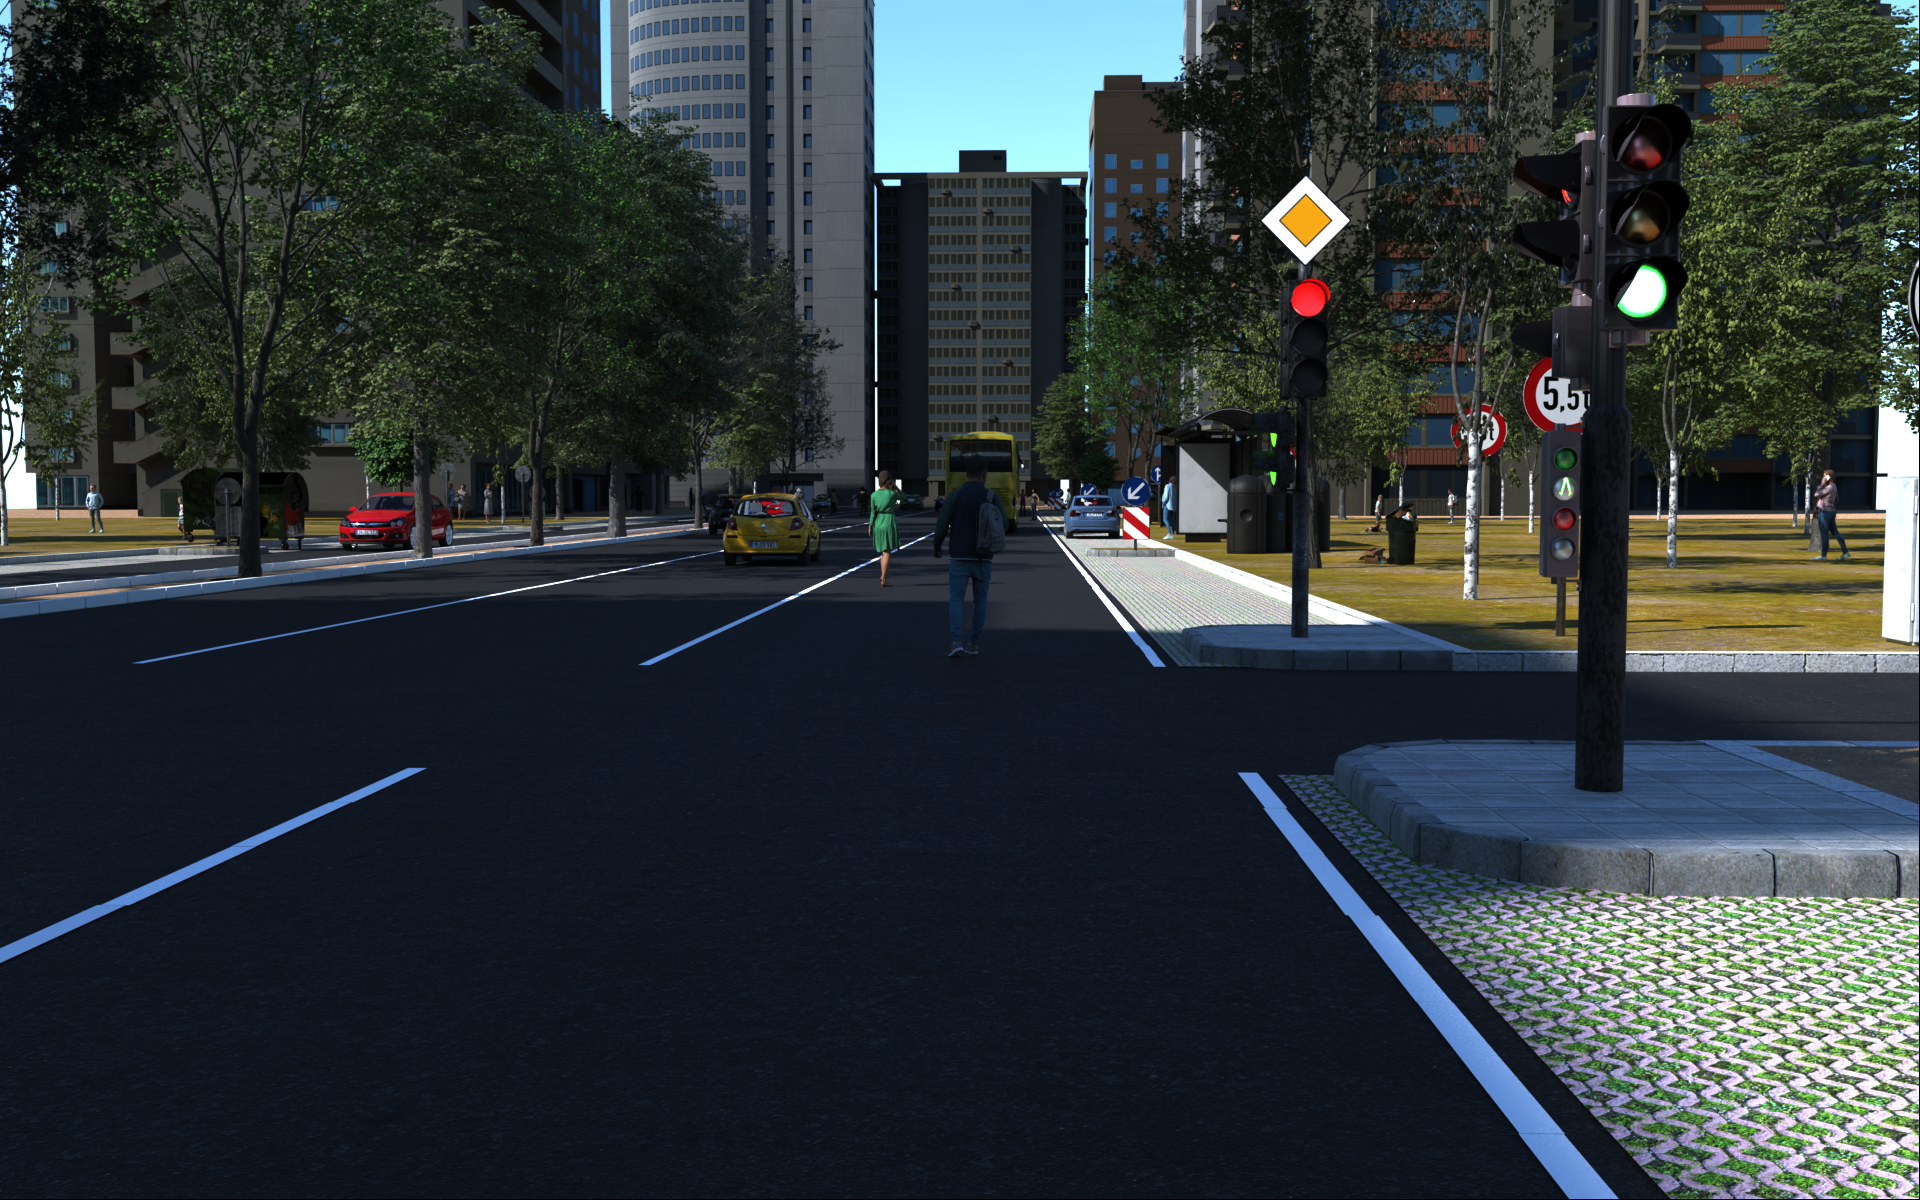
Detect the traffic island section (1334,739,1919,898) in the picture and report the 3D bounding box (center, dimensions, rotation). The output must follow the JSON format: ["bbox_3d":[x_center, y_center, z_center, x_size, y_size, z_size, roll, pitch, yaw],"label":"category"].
[{"bbox_3d":[2.796,0.900,7.565,2.009,0.180,2.903,0,4,2],"label":"traffic island section"}]

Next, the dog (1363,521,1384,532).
[{"bbox_3d":[13.811,-2.460,57.952,0.748,0.427,0.550,2,4,32],"label":"dog"}]

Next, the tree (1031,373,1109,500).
[{"bbox_3d":[9.999,-14.941,162.407,7.486,12.596,7.792,0,3,0],"label":"tree"}]

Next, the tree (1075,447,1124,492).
[{"bbox_3d":[9.649,-8.362,120.431,4.285,4.588,4.351,0,3,0],"label":"tree"}]

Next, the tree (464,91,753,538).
[{"bbox_3d":[-11.169,-8.981,55.959,9.857,13.997,8.962,0,3,0],"label":"tree"}]

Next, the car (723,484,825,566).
[{"bbox_3d":[-3.870,-1.584,36.126,2.015,1.641,3.980,0,4,0],"label":"car"}]

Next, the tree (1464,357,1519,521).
[{"bbox_3d":[26.524,-8.152,83.645,4.737,8.622,4.395,0,3,0],"label":"tree"}]

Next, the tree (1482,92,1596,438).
[{"bbox_3d":[18.147,-7.965,48.359,7.486,12.596,7.792,0,3,0],"label":"tree"}]

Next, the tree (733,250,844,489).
[{"bbox_3d":[-15.684,-16.995,133.751,12.611,20.169,13.585,0,3,0],"label":"tree"}]

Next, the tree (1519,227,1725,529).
[{"bbox_3d":[23.911,-8.404,63.165,9.928,11.665,9.643,0,3,0],"label":"tree"}]

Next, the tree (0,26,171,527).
[{"bbox_3d":[-36.416,-12.983,68.162,12.611,20.169,13.585,0,3,0],"label":"tree"}]

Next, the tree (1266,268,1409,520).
[{"bbox_3d":[18.695,-10.271,86.062,7.486,12.596,7.792,0,3,0],"label":"tree"}]

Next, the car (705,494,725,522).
[{"bbox_3d":[-12.016,-4.840,88.924,2.009,1.686,4.222,0,4,1],"label":"car"}]

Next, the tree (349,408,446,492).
[{"bbox_3d":[-20.346,-4.833,62.735,4.285,4.588,4.351,0,3,0],"label":"tree"}]

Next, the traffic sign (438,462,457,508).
[{"bbox_3d":[-20.208,-4.169,68.276,0.768,2.556,0.104,1,4,11],"label":"traffic sign"}]

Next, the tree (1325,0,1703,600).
[{"bbox_3d":[6.435,-4.308,20.795,4.360,8.622,3.978,0,3,0],"label":"tree"}]

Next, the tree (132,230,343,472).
[{"bbox_3d":[-34.901,-10.854,84.117,9.857,13.997,8.962,0,3,0],"label":"tree"}]

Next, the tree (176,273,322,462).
[{"bbox_3d":[-23.217,-6.520,56.965,4.737,8.622,4.395,0,3,0],"label":"tree"}]

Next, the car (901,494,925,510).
[{"bbox_3d":[-4.225,-8.749,154.846,2.131,1.459,4.920,0,4,2],"label":"car"}]

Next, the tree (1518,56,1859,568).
[{"bbox_3d":[12.648,-4.864,29.890,4.737,8.622,4.395,0,3,0],"label":"tree"}]

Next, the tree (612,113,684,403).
[{"bbox_3d":[-11.183,-7.187,45.728,9.928,11.665,9.643,0,3,0],"label":"tree"}]

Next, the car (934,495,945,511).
[{"bbox_3d":[-1.228,-8.125,145.420,1.945,1.354,3.894,0,4,1],"label":"car"}]

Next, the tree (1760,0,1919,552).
[{"bbox_3d":[19.493,-7.338,38.108,7.486,12.596,7.792,0,3,0],"label":"tree"}]

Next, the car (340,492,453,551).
[{"bbox_3d":[-14.629,-2.203,45.055,2.155,1.783,4.494,0,4,2],"label":"car"}]

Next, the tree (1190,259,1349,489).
[{"bbox_3d":[9.141,-6.252,52.584,4.737,8.622,4.395,0,3,0],"label":"tree"}]

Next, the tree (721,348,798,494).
[{"bbox_3d":[-9.847,-7.965,83.044,4.360,8.622,3.978,0,3,0],"label":"tree"}]

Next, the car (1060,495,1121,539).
[{"bbox_3d":[4.292,-2.726,56.576,2.014,1.417,4.499,0,4,2],"label":"car"}]

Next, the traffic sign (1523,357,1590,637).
[{"bbox_3d":[5.419,-0.944,15.548,0.768,2.556,0.104,0,4,6],"label":"traffic sign"}]

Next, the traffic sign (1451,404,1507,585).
[{"bbox_3d":[7.298,-1.488,24.435,0.768,2.556,0.104,1,4,9],"label":"traffic sign"}]

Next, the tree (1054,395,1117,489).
[{"bbox_3d":[9.816,-11.223,133.862,4.360,8.622,3.978,0,3,0],"label":"tree"}]

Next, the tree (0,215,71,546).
[{"bbox_3d":[-23.687,-5.640,42.569,4.737,8.622,4.395,0,3,0],"label":"tree"}]

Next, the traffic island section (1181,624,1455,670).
[{"bbox_3d":[3.071,0.412,15.545,2.009,0.180,2.903,0,4,2],"label":"traffic island section"}]

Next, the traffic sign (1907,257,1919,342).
[{"bbox_3d":[4.662,-0.475,7.865,0.768,2.556,0.104,0,4,7],"label":"traffic sign"}]

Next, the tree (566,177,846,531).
[{"bbox_3d":[-10.153,-9.427,66.957,12.009,13.543,11.850,0,3,0],"label":"tree"}]

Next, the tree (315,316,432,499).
[{"bbox_3d":[-23.449,-7.269,69.207,4.360,8.622,3.978,0,3,0],"label":"tree"}]

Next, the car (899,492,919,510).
[{"bbox_3d":[-4.594,-9.333,161.388,1.959,1.807,4.718,0,4,4],"label":"car"}]

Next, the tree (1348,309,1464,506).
[{"bbox_3d":[17.206,-7.213,68.302,4.737,8.622,4.395,0,3,0],"label":"tree"}]

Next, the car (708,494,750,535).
[{"bbox_3d":[-7.931,-3.224,62.495,2.009,1.686,4.222,0,4,3],"label":"car"}]

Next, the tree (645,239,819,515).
[{"bbox_3d":[-10.185,-9.562,76.920,7.486,12.596,7.792,0,3,0],"label":"tree"}]

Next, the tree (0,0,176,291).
[{"bbox_3d":[-12.227,-4.977,18.250,8.767,10.594,7.601,0,4,2],"label":"tree"}]

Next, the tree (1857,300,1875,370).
[{"bbox_3d":[27.365,-6.476,56.240,4.737,8.622,4.395,0,3,0],"label":"tree"}]

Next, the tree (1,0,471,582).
[{"bbox_3d":[-11.634,-6.113,28.152,9.928,11.665,9.643,0,3,0],"label":"tree"}]

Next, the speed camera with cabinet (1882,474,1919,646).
[{"bbox_3d":[9.021,-1.242,14.636,2.038,3.252,0.660,0,4,6],"label":"speed camera with cabinet"}]

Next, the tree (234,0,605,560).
[{"bbox_3d":[-11.523,-7.115,36.915,7.486,12.596,7.792,0,3,0],"label":"tree"}]

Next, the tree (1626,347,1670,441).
[{"bbox_3d":[27.099,-8.632,75.551,7.601,10.594,8.767,0,4,-4],"label":"tree"}]

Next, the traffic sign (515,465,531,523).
[{"bbox_3d":[-19.471,-4.711,77.125,0.768,2.556,0.104,1,4,11],"label":"traffic sign"}]

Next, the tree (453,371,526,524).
[{"bbox_3d":[-19.855,-7.571,74.156,4.737,8.622,4.395,0,3,0],"label":"tree"}]

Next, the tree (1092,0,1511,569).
[{"bbox_3d":[5.765,-5.822,29.610,7.601,10.594,8.767,0,4,-3],"label":"tree"}]

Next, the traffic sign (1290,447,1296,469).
[{"bbox_3d":[8.183,-2.647,43.288,0.884,2.594,0.081,0,4,6],"label":"traffic sign"}]

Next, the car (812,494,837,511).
[{"bbox_3d":[-11.506,-8.314,147.728,2.131,1.459,4.920,0,4,1],"label":"car"}]

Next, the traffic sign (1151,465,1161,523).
[{"bbox_3d":[8.842,-4.699,76.934,0.768,2.556,0.104,1,4,10],"label":"traffic sign"}]

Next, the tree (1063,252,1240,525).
[{"bbox_3d":[8.005,-8.962,72.287,9.928,11.665,9.643,0,3,0],"label":"tree"}]
